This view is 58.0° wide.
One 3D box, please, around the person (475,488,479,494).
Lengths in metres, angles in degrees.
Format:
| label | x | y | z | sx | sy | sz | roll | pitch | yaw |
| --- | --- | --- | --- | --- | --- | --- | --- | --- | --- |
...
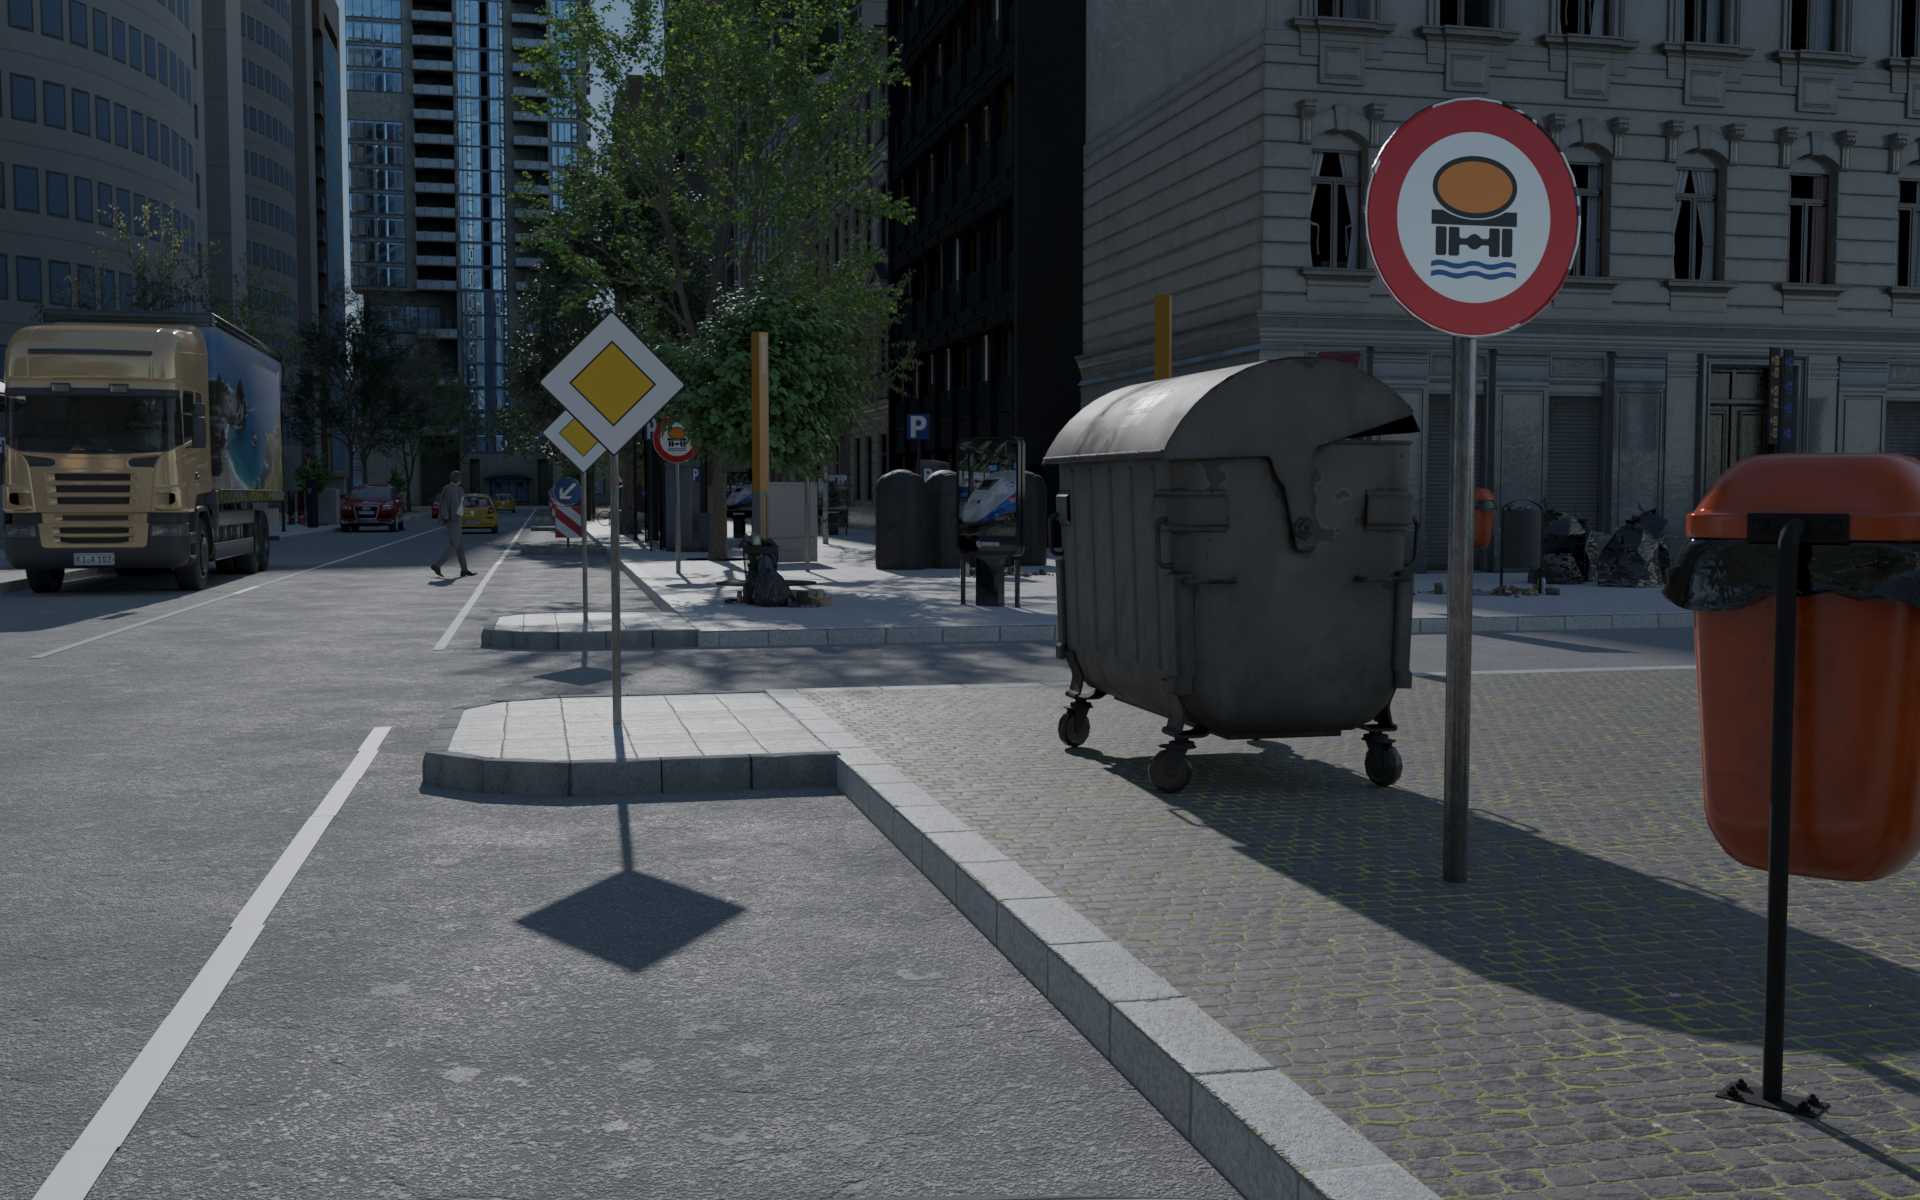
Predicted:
| label | x | y | z | sx | sy | sz | roll | pitch | yaw |
| --- | --- | --- | --- | --- | --- | --- | --- | --- | --- |
| person | -32.519 | -6.618 | 116.788 | 0.705 | 1.814 | 1.350 | 1 | 4 | 9 |

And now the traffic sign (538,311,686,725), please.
| label | x | y | z | sx | sy | sz | roll | pitch | yaw |
| --- | --- | --- | --- | --- | --- | --- | --- | --- | --- |
| traffic sign | -1.914 | -0.364 | 9.591 | 0.795 | 2.450 | 0.064 | -1 | 4 | -13 |

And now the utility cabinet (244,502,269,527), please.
| label | x | y | z | sx | sy | sz | roll | pitch | yaw |
| --- | --- | --- | --- | --- | --- | --- | --- | --- | --- |
| utility cabinet | -23.868 | -2.911 | 58.749 | 0.306 | 1.237 | 1.020 | 1 | 4 | 9 |

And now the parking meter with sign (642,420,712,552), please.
| label | x | y | z | sx | sy | sz | roll | pitch | yaw |
| --- | --- | --- | --- | --- | --- | --- | --- | --- | --- |
| parking meter with sign | -6.170 | -2.584 | 38.514 | 1.738 | 3.016 | 0.543 | 1 | 4 | 22 |

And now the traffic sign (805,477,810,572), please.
| label | x | y | z | sx | sy | sz | roll | pitch | yaw |
| --- | --- | --- | --- | --- | --- | --- | --- | --- | --- |
| traffic sign | -2.520 | -1.741 | 28.572 | 0.768 | 2.556 | 0.104 | -1 | 4 | -13 |

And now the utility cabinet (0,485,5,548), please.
| label | x | y | z | sx | sy | sz | roll | pitch | yaw |
| --- | --- | --- | --- | --- | --- | --- | --- | --- | --- |
| utility cabinet | -22.331 | -1.959 | 40.701 | 1.173 | 1.500 | 0.318 | 2 | 4 | 27 |

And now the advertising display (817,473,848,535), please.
| label | x | y | z | sx | sy | sz | roll | pitch | yaw |
| --- | --- | --- | --- | --- | --- | --- | --- | --- | --- |
| advertising display | -3.978 | -2.988 | 54.068 | 0.974 | 1.923 | 0.123 | 0 | 4 | -8 |

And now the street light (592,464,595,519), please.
| label | x | y | z | sx | sy | sz | roll | pitch | yaw |
| --- | --- | --- | --- | --- | --- | --- | --- | --- | --- |
| street light | -19.187 | -7.202 | 90.547 | 0.468 | 5.910 | 1.993 | -1 | 4 | -13 |

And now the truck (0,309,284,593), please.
| label | x | y | z | sx | sy | sz | roll | pitch | yaw |
| --- | --- | --- | --- | --- | --- | --- | --- | --- | --- |
| truck | -13.231 | -2.434 | 28.706 | 2.839 | 4.237 | 11.283 | -1 | 4 | -14 |

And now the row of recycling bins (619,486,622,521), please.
| label | x | y | z | sx | sy | sz | roll | pitch | yaw |
| --- | --- | --- | --- | --- | --- | --- | --- | --- | --- |
| row of recycling bins | -14.925 | -4.452 | 79.899 | 1.069 | 1.692 | 3.534 | 1 | 4 | 13 |

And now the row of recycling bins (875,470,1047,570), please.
| label | x | y | z | sx | sy | sz | roll | pitch | yaw |
| --- | --- | --- | --- | --- | --- | --- | --- | --- | --- |
| row of recycling bins | 0.103 | -1.421 | 30.345 | 3.534 | 1.692 | 1.069 | -3 | 4 | -38 |

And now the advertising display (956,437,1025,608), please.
| label | x | y | z | sx | sy | sz | roll | pitch | yaw |
| --- | --- | --- | --- | --- | --- | --- | --- | --- | --- |
| advertising display | 0.344 | -0.892 | 19.800 | 0.974 | 1.923 | 0.123 | 3 | 5 | 44 |

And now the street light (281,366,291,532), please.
| label | x | y | z | sx | sy | sz | roll | pitch | yaw |
| --- | --- | --- | --- | --- | --- | --- | --- | --- | --- |
| street light | -23.115 | -5.274 | 59.025 | 0.468 | 5.910 | 1.993 | -1 | 4 | -13 |

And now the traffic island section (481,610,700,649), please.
| label | x | y | z | sx | sy | sz | roll | pitch | yaw |
| --- | --- | --- | --- | --- | --- | --- | --- | --- | --- |
| traffic island section | -3.749 | 0.296 | 17.441 | 2.009 | 0.180 | 2.903 | -1 | 4 | -13 |

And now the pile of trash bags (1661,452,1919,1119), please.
| label | x | y | z | sx | sy | sz | roll | pitch | yaw |
| --- | --- | --- | --- | --- | --- | --- | --- | --- | --- |
| pile of trash bags | 2.927 | 0.421 | 2.870 | 3.447 | 1.369 | 1.912 | 3 | 5 | 41 |

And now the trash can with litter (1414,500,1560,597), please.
| label | x | y | z | sx | sy | sz | roll | pitch | yaw |
| --- | --- | --- | --- | --- | --- | --- | --- | --- | --- |
| trash can with litter | 6.788 | -0.685 | 22.250 | 2.233 | 1.210 | 1.678 | 0 | 4 | -1 |

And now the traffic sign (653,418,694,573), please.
| label | x | y | z | sx | sy | sz | roll | pitch | yaw |
| --- | --- | --- | --- | --- | --- | --- | --- | --- | --- |
| traffic sign | -4.584 | -1.713 | 28.122 | 0.768 | 2.556 | 0.104 | 0 | 4 | -4 |

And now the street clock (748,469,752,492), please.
| label | x | y | z | sx | sy | sz | roll | pitch | yaw |
| --- | --- | --- | --- | --- | --- | --- | --- | --- | --- |
| street clock | -4.802 | -2.247 | 41.312 | 0.471 | 2.002 | 0.358 | -2 | 4 | -35 |

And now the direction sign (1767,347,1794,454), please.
| label | x | y | z | sx | sy | sz | roll | pitch | yaw |
| --- | --- | --- | --- | --- | --- | --- | --- | --- | --- |
| direction sign | 12.782 | -2.143 | 27.038 | 0.876 | 3.537 | 0.379 | -3 | 5 | -43 |

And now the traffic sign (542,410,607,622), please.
| label | x | y | z | sx | sy | sz | roll | pitch | yaw |
| --- | --- | --- | --- | --- | --- | --- | --- | --- | --- |
| traffic sign | -3.770 | -0.839 | 17.358 | 0.795 | 2.450 | 0.064 | -1 | 4 | -13 |

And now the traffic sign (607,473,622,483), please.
| label | x | y | z | sx | sy | sz | roll | pitch | yaw |
| --- | --- | --- | --- | --- | --- | --- | --- | --- | --- |
| traffic sign | -17.046 | -5.253 | 85.883 | 0.884 | 2.594 | 0.081 | -1 | 4 | -12 |

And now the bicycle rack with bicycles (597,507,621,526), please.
| label | x | y | z | sx | sy | sz | roll | pitch | yaw |
| --- | --- | --- | --- | --- | --- | --- | --- | --- | --- |
| bicycle rack with bicycles | -13.176 | -3.502 | 70.640 | 2.925 | 0.926 | 2.852 | 0 | 4 | -4 |

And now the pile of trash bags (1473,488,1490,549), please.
| label | x | y | z | sx | sy | sz | roll | pitch | yaw |
| --- | --- | --- | --- | --- | --- | --- | --- | --- | --- |
| pile of trash bags | 8.758 | -0.953 | 25.338 | 1.912 | 1.369 | 3.447 | -3 | 5 | -41 |

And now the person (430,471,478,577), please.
| label | x | y | z | sx | sy | sz | roll | pitch | yaw |
| --- | --- | --- | --- | --- | --- | --- | --- | --- | --- |
| person | -8.778 | -1.312 | 30.045 | 0.850 | 1.850 | 0.679 | -2 | 4 | -33 |

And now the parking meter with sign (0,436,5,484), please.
| label | x | y | z | sx | sy | sz | roll | pitch | yaw |
| --- | --- | --- | --- | --- | --- | --- | --- | --- | --- |
| parking meter with sign | -29.525 | -3.407 | 51.967 | 1.738 | 3.016 | 0.543 | 0 | 4 | 2 |

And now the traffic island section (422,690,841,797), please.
| label | x | y | z | sx | sy | sz | roll | pitch | yaw |
| --- | --- | --- | --- | --- | --- | --- | --- | --- | --- |
| traffic island section | -1.893 | 0.771 | 9.673 | 2.009 | 0.180 | 2.903 | -1 | 4 | -13 |

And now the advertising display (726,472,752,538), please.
| label | x | y | z | sx | sy | sz | roll | pitch | yaw |
| --- | --- | --- | --- | --- | --- | --- | --- | --- | --- |
| advertising display | -6.382 | -2.744 | 50.074 | 0.974 | 1.923 | 0.123 | 1 | 4 | 21 |

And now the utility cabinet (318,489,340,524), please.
| label | x | y | z | sx | sy | sz | roll | pitch | yaw |
| --- | --- | --- | --- | --- | --- | --- | --- | --- | --- |
| utility cabinet | -26.458 | -3.888 | 72.247 | 1.173 | 1.500 | 0.318 | 1 | 4 | 16 |

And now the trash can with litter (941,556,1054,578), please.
| label | x | y | z | sx | sy | sz | roll | pitch | yaw |
| --- | --- | --- | --- | --- | --- | --- | --- | --- | --- |
| trash can with litter | 0.896 | -0.979 | 27.072 | 2.233 | 1.210 | 1.678 | 0 | 4 | 8 |

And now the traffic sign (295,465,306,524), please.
| label | x | y | z | sx | sy | sz | roll | pitch | yaw |
| --- | --- | --- | --- | --- | --- | --- | --- | --- | --- |
| traffic sign | -28.443 | -4.588 | 75.119 | 0.768 | 2.556 | 0.104 | 0 | 4 | -6 |

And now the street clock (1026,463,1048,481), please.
| label | x | y | z | sx | sy | sz | roll | pitch | yaw |
| --- | --- | --- | --- | --- | --- | --- | --- | --- | --- |
| street clock | 1.800 | -2.203 | 40.584 | 0.471 | 2.002 | 0.358 | 1 | 4 | 19 |

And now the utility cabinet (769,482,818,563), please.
| label | x | y | z | sx | sy | sz | roll | pitch | yaw |
| --- | --- | --- | --- | --- | --- | --- | --- | --- | --- |
| utility cabinet | -3.202 | -1.427 | 32.018 | 1.173 | 1.500 | 0.318 | -3 | 5 | -41 |

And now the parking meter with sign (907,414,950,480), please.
| label | x | y | z | sx | sy | sz | roll | pitch | yaw |
| --- | --- | --- | --- | --- | --- | --- | --- | --- | --- |
| parking meter with sign | -0.532 | -2.591 | 38.623 | 0.543 | 3.016 | 1.738 | 2 | 4 | 26 |

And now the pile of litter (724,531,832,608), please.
| label | x | y | z | sx | sy | sz | roll | pitch | yaw |
| --- | --- | --- | --- | --- | --- | --- | --- | --- | --- |
| pile of litter | -2.133 | -0.385 | 20.253 | 1.176 | 0.858 | 1.719 | -1 | 4 | -19 |

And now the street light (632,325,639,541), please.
| label | x | y | z | sx | sy | sz | roll | pitch | yaw |
| --- | --- | --- | --- | --- | --- | --- | --- | --- | --- |
| street light | -8.933 | -4.570 | 47.514 | 0.468 | 5.910 | 1.993 | -1 | 4 | -13 |

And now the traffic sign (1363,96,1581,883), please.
| label | x | y | z | sx | sy | sz | roll | pitch | yaw |
| --- | --- | --- | --- | --- | --- | --- | --- | --- | --- |
| traffic sign | 1.644 | -0.340 | 5.672 | 0.768 | 2.556 | 0.104 | -1 | 4 | -13 |

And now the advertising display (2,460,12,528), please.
| label | x | y | z | sx | sy | sz | roll | pitch | yaw |
| --- | --- | --- | --- | --- | --- | --- | --- | --- | --- |
| advertising display | -18.109 | -1.726 | 33.431 | 0.123 | 1.923 | 0.974 | 0 | 4 | 4 |

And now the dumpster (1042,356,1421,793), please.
| label | x | y | z | sx | sy | sz | roll | pitch | yaw |
| --- | --- | --- | --- | --- | --- | --- | --- | --- | --- |
| dumpster | 1.237 | -0.147 | 8.167 | 1.264 | 1.857 | 1.865 | -1 | 4 | -14 |
